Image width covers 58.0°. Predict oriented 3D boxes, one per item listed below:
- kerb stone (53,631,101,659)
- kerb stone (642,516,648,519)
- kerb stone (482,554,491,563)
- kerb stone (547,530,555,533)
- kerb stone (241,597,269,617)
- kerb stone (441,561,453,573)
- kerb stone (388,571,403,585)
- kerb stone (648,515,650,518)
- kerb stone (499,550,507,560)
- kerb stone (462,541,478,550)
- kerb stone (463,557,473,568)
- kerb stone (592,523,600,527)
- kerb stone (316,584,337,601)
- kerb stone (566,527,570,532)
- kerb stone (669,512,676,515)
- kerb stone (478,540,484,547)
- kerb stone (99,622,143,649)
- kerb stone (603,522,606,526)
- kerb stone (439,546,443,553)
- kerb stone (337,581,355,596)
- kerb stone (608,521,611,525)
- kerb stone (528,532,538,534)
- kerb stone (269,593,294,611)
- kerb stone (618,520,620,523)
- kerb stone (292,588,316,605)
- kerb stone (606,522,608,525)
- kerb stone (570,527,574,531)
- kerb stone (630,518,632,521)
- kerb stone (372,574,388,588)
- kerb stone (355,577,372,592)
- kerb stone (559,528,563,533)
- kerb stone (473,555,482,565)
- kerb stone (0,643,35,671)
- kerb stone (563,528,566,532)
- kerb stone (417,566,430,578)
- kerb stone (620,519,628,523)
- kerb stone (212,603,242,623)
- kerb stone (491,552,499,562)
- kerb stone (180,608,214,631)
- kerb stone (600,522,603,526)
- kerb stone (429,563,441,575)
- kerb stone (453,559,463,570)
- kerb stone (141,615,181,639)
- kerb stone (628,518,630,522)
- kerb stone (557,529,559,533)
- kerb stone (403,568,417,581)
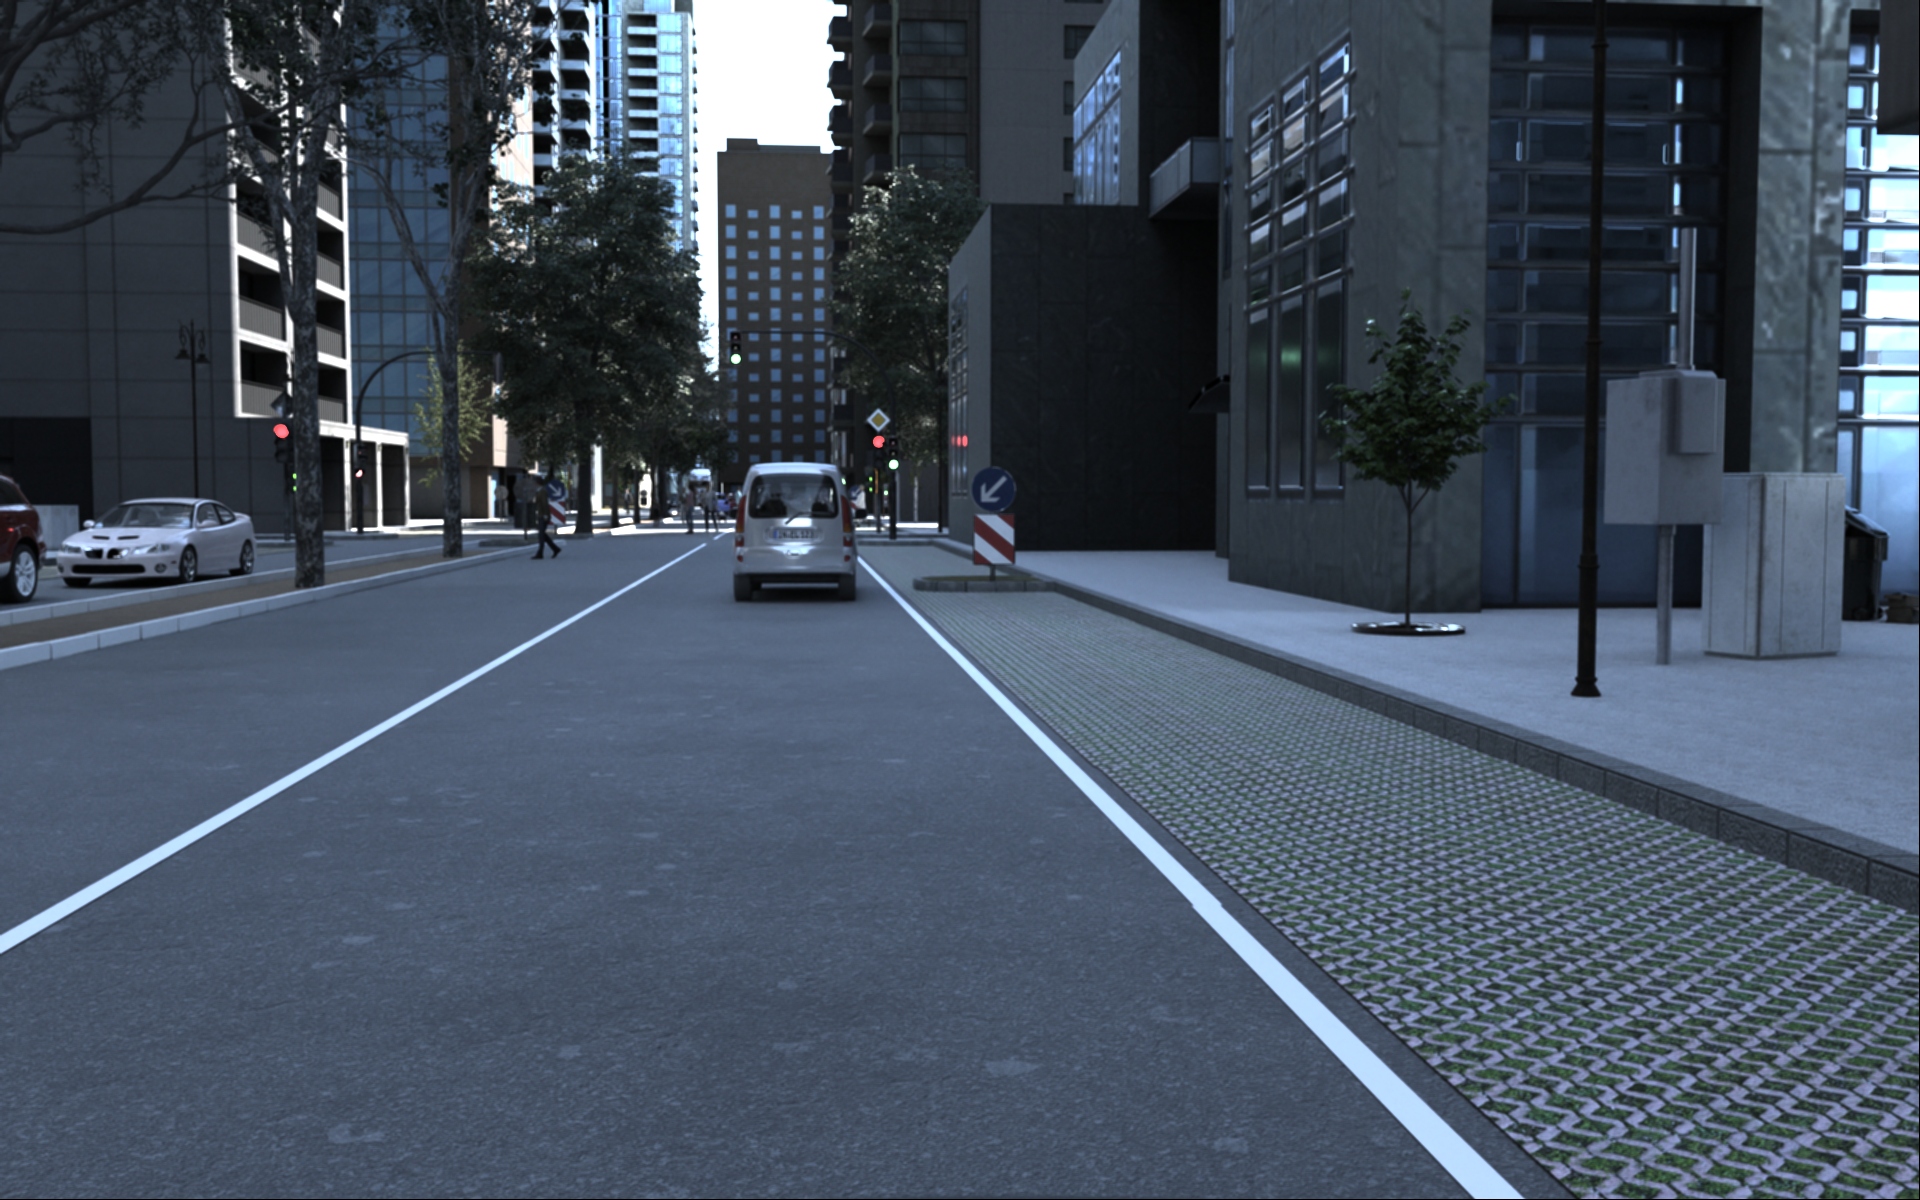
[{"bbox_3d":[-7.969,0.418,15.489,0.120,0.150,1.000,0,4,-5],"label":"kerb stone"},{"bbox_3d":[-18.149,-4.730,99.524,0.120,0.150,1.000,0,4,-5],"label":"kerb stone"},{"bbox_3d":[-9.936,-0.840,35.924,0.120,0.150,1.000,0,4,-5],"label":"kerb stone"},{"bbox_3d":[-14.427,-2.356,60.751,0.120,0.150,1.000,0,4,-5],"label":"kerb stone"},{"bbox_3d":[-8.460,0.097,20.604,0.120,0.150,1.000,0,4,-5],"label":"kerb stone"},{"bbox_3d":[-9.536,-0.591,31.853,0.120,0.150,1.000,0,4,-5],"label":"kerb stone"},{"bbox_3d":[-9.147,-0.342,27.781,0.120,0.150,1.000,0,4,-5],"label":"kerb stone"},{"bbox_3d":[-18.257,-4.792,100.545,0.120,0.150,1.000,0,4,-5],"label":"kerb stone"},{"bbox_3d":[-10.131,-0.963,37.979,0.120,0.150,1.000,0,4,-5],"label":"kerb stone"},{"bbox_3d":[-13.010,-1.454,45.962,0.120,0.150,1.000,0,4,-5],"label":"kerb stone"},{"bbox_3d":[-9.738,-0.715,33.890,0.120,0.150,1.000,0,4,-5],"label":"kerb stone"},{"bbox_3d":[-15.810,-3.232,75.042,0.120,0.150,1.000,0,4,-5],"label":"kerb stone"},{"bbox_3d":[-8.748,-0.091,23.682,0.120,0.150,1.000,0,4,-5],"label":"kerb stone"},{"bbox_3d":[-14.819,-2.608,64.830,0.120,0.150,1.000,0,4,-5],"label":"kerb stone"},{"bbox_3d":[-20.412,-6.165,122.992,0.120,0.150,1.000,0,4,-5],"label":"kerb stone"},{"bbox_3d":[-13.102,-1.512,46.980,0.120,0.150,1.000,0,4,-5],"label":"kerb stone"},{"bbox_3d":[-8.066,0.350,16.510,0.120,0.150,1.000,0,4,-5],"label":"kerb stone"},{"bbox_3d":[-15.998,-3.356,77.081,0.120,0.150,1.000,0,4,-5],"label":"kerb stone"},{"bbox_3d":[-12.612,-1.204,41.875,0.120,0.150,1.000,0,4,-5],"label":"kerb stone"},{"bbox_3d":[-8.856,-0.154,24.714,0.120,0.150,1.000,0,4,-5],"label":"kerb stone"},{"bbox_3d":[-16.188,-3.477,79.117,0.120,0.150,1.000,0,4,-5],"label":"kerb stone"},{"bbox_3d":[-14.033,-2.108,56.664,0.120,0.150,1.000,0,4,-5],"label":"kerb stone"},{"bbox_3d":[-8.556,0.037,21.637,0.120,0.150,1.000,0,4,-5],"label":"kerb stone"},{"bbox_3d":[-16.584,-3.726,83.195,0.120,0.150,1.000,0,4,-5],"label":"kerb stone"},{"bbox_3d":[-8.658,-0.028,22.654,0.120,0.150,1.000,0,4,-5],"label":"kerb stone"},{"bbox_3d":[-16.093,-3.417,78.099,0.120,0.150,1.000,0,4,-5],"label":"kerb stone"},{"bbox_3d":[-14.916,-2.666,65.848,0.120,0.150,1.000,0,4,-5],"label":"kerb stone"},{"bbox_3d":[-17.170,-4.104,89.300,0.120,0.150,1.000,0,4,-5],"label":"kerb stone"},{"bbox_3d":[-9.050,-0.271,26.756,0.120,0.150,1.000,0,4,-5],"label":"kerb stone"},{"bbox_3d":[-8.957,-0.210,25.738,0.120,0.150,1.000,0,4,-5],"label":"kerb stone"},{"bbox_3d":[-14.617,-2.482,62.789,0.120,0.150,1.000,0,4,-5],"label":"kerb stone"},{"bbox_3d":[-9.839,-0.775,34.907,0.120,0.150,1.000,0,4,-5],"label":"kerb stone"},{"bbox_3d":[-7.876,0.472,14.471,0.120,0.150,1.000,0,4,-5],"label":"kerb stone"},{"bbox_3d":[-14.719,-2.543,63.809,0.120,0.150,1.000,0,4,-5],"label":"kerb stone"},{"bbox_3d":[-9.341,-0.460,29.817,0.120,0.150,1.000,0,4,-5],"label":"kerb stone"},{"bbox_3d":[-16.979,-3.980,87.265,0.120,0.150,1.000,0,4,-5],"label":"kerb stone"},{"bbox_3d":[-8.366,0.160,19.581,0.120,0.150,1.000,0,4,-5],"label":"kerb stone"},{"bbox_3d":[-10.027,-0.900,36.950,0.120,0.150,1.000,0,4,-5],"label":"kerb stone"},{"bbox_3d":[-8.257,0.223,18.565,0.120,0.150,1.000,0,4,-5],"label":"kerb stone"},{"bbox_3d":[-15.895,-3.295,76.061,0.120,0.150,1.000,0,4,-5],"label":"kerb stone"},{"bbox_3d":[-9.442,-0.528,30.835,0.120,0.150,1.000,0,4,-5],"label":"kerb stone"},{"bbox_3d":[-9.635,-0.648,32.874,0.120,0.150,1.000,0,4,-5],"label":"kerb stone"},{"bbox_3d":[-8.161,0.286,17.545,0.120,0.150,1.000,0,4,-5],"label":"kerb stone"},{"bbox_3d":[-17.069,-4.036,88.283,0.120,0.150,1.000,0,4,-5],"label":"kerb stone"},{"bbox_3d":[-14.523,-2.421,61.771,0.120,0.150,1.000,0,4,-5],"label":"kerb stone"},{"bbox_3d":[-9.243,-0.404,28.799,0.120,0.150,1.000,0,4,-5],"label":"kerb stone"}]
